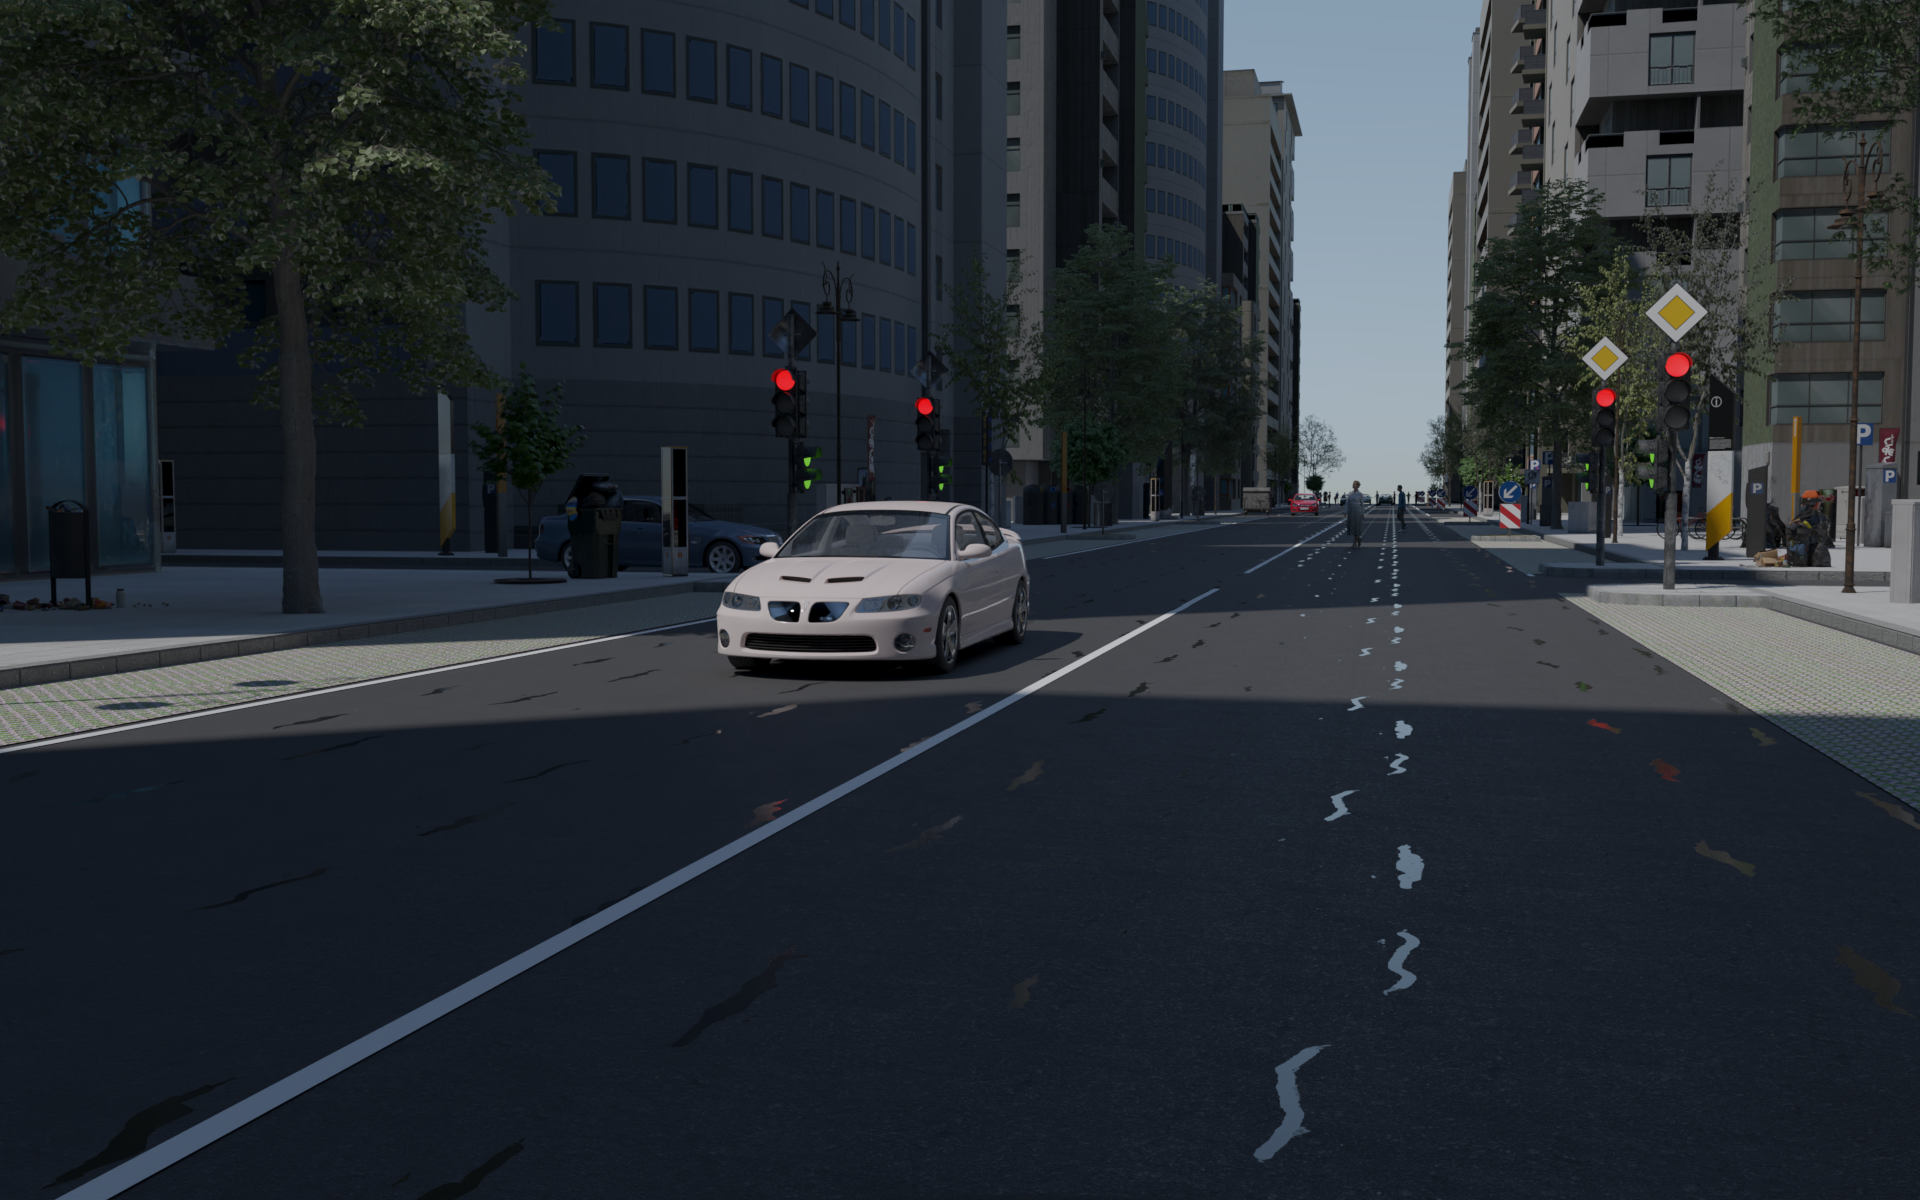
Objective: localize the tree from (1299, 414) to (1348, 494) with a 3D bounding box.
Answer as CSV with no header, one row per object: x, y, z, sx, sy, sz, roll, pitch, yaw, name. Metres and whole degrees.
53.426,-21.509,262.034,12.009,13.543,11.850,0,3,0,tree

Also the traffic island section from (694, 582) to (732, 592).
-2.565,-0.246,26.310,2.009,0.180,2.903,1,4,14,traffic island section

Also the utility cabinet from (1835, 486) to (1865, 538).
25.249,-2.478,49.198,0.318,1.500,1.173,0,4,0,utility cabinet

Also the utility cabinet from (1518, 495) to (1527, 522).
25.548,-4.126,78.623,0.306,1.237,1.020,1,4,10,utility cabinet

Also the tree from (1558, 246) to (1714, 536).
20.275,-6.233,52.280,4.737,8.622,4.395,0,3,0,tree

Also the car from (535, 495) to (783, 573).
-5.353,-1.168,31.095,4.499,1.417,2.014,1,4,14,car

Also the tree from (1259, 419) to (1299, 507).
31.681,-13.529,171.566,4.360,8.622,3.978,0,3,0,tree

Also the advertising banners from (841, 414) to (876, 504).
-2.167,-2.532,37.584,0.090,3.025,2.074,1,4,17,advertising banners

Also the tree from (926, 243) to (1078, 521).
1.185,-6.189,51.557,4.737,8.622,4.395,0,3,0,tree

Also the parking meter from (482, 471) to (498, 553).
-10.137,-1.951,37.610,0.399,1.863,0.255,1,4,9,parking meter

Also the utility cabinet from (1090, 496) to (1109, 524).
6.008,-3.935,75.500,1.020,1.237,0.306,-2,4,-32,utility cabinet

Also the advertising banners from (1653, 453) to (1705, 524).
31.072,-4.809,74.809,2.074,3.025,0.090,0,4,7,advertising banners

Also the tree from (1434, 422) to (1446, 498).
39.072,-11.207,133.593,4.360,8.622,3.978,0,3,0,tree

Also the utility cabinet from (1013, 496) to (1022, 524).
2.837,-3.928,75.383,1.020,1.237,0.306,-1,4,-20,utility cabinet

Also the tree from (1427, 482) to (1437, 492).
67.521,-15.467,247.480,1.663,3.219,1.824,0,3,0,tree

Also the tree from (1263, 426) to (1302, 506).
33.684,-14.190,182.363,4.737,8.622,4.395,0,3,0,tree

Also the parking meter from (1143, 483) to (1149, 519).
9.620,-5.126,89.523,0.255,1.863,0.399,-1,4,-9,parking meter

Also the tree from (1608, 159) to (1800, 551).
16.639,-5.437,39.265,4.360,8.622,3.978,0,3,0,tree

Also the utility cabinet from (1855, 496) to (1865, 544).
23.553,-2.061,44.860,1.020,1.237,0.306,-2,4,-28,utility cabinet

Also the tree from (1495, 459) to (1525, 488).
30.107,-6.141,95.012,1.663,3.219,1.824,0,3,0,tree

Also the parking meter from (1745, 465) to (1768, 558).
15.994,-1.779,34.805,0.399,1.863,0.255,2,4,26,parking meter

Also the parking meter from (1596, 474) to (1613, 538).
18.747,-2.731,50.371,0.399,1.863,0.255,-2,4,-23,parking meter

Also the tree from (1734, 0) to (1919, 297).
10.622,-4.898,14.495,8.767,10.594,7.601,2,4,28,tree

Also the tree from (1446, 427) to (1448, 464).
34.913,-10.123,115.871,4.360,8.622,3.978,0,3,0,tree

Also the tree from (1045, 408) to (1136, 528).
4.962,-5.031,65.963,4.285,4.588,4.351,0,3,0,tree

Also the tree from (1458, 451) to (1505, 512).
37.699,-8.660,125.303,4.285,4.588,4.351,0,3,0,tree

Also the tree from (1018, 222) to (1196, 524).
6.289,-9.490,73.286,7.486,12.596,7.792,0,3,0,tree

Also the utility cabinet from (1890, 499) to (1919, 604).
11.505,-0.575,20.560,1.020,1.237,0.306,-2,4,-27,utility cabinet

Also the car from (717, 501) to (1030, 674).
-0.613,-0.191,15.481,2.083,1.381,4.827,1,4,14,car

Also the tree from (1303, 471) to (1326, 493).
51.519,-16.372,251.392,4.285,4.588,4.351,0,3,0,tree

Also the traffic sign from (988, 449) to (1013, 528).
1.120,-2.970,48.668,0.768,2.556,0.104,1,4,23,traffic sign

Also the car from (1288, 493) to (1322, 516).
22.949,-6.492,115.189,2.155,1.783,4.494,1,4,12,car

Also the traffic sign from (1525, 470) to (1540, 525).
23.672,-4.256,71.718,0.606,2.300,0.079,1,4,15,traffic sign

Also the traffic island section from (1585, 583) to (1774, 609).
9.554,-0.062,23.289,2.009,0.180,2.903,1,4,14,traffic island section

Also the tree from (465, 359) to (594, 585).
-6.353,-1.859,24.989,1.663,3.219,1.824,0,3,0,tree

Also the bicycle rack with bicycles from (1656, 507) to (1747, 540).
21.428,-2.179,49.012,2.925,0.926,2.852,2,4,30,bicycle rack with bicycles

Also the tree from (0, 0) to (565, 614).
-7.278,-6.106,17.965,7.486,12.596,7.792,0,3,0,tree

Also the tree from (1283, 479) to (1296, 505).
38.835,-12.900,205.513,1.663,3.219,1.824,0,3,0,tree

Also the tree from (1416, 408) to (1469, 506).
53.217,-15.462,187.223,8.767,10.594,7.601,3,5,45,tree

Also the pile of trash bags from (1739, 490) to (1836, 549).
20.186,-1.963,41.850,1.912,1.369,3.447,3,5,39,pile of trash bags

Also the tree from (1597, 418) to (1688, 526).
27.532,-5.276,69.980,4.285,4.588,4.351,0,3,0,tree

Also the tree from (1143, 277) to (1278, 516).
13.336,-11.915,101.468,9.857,13.997,8.962,0,3,0,tree

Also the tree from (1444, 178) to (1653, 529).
21.441,-8.862,63.018,7.486,12.596,7.792,0,3,0,tree

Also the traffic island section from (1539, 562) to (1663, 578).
11.490,-0.536,31.037,2.009,0.180,2.903,1,4,14,traffic island section

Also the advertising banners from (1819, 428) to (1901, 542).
23.785,-3.041,45.911,2.074,3.025,0.090,0,4,8,advertising banners

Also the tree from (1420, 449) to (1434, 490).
59.372,-16.103,213.646,4.360,8.622,3.978,0,3,0,tree

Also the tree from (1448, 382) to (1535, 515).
33.278,-9.622,107.683,4.360,8.622,3.978,0,3,0,tree

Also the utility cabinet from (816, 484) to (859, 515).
-2.707,-1.811,38.287,0.318,1.500,1.173,2,4,35,utility cabinet
